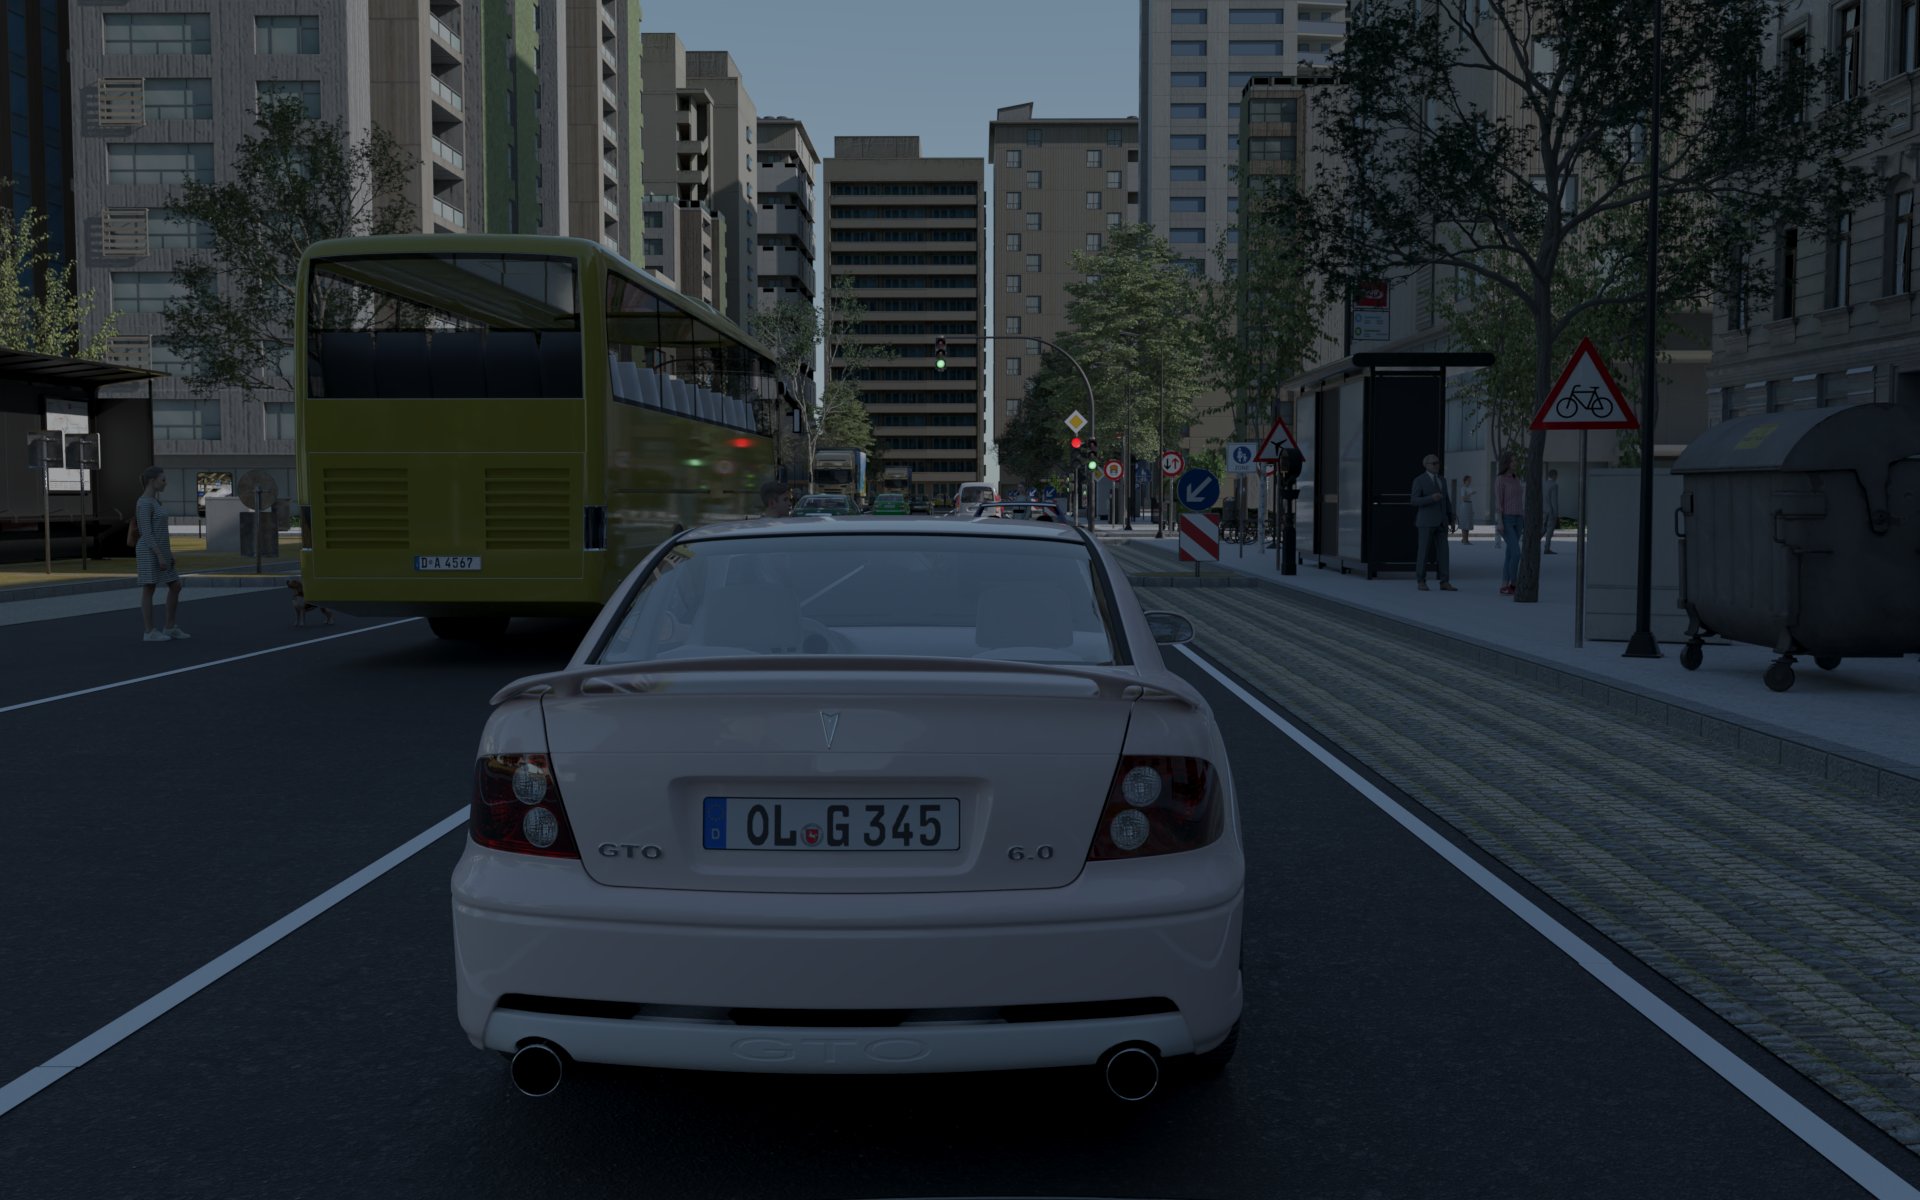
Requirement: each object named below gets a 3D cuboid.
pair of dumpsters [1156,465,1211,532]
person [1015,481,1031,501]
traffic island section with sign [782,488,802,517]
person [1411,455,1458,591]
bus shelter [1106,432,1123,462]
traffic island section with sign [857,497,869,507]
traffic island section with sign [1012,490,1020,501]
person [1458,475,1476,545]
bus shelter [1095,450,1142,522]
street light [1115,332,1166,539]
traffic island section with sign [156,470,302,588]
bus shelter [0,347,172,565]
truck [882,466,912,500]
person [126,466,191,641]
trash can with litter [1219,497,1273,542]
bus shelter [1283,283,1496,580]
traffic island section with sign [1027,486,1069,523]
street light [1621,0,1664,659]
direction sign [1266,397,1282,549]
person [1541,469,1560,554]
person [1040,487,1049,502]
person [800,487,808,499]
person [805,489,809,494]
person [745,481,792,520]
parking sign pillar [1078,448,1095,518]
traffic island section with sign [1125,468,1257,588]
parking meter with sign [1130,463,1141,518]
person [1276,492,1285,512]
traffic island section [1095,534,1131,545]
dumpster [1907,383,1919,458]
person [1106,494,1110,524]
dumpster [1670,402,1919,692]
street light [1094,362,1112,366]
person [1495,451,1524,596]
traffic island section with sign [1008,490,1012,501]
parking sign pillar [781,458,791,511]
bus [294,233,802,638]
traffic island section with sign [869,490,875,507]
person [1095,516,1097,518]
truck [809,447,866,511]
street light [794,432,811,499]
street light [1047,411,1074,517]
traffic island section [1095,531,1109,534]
[{"bbox_3d":[7.717,-3.475,59.304,1.574,2.255,4.437,0,4,1],"label":"pair of dumpsters"},{"bbox_3d":[1.327,-1.671,36.819,0.512,1.701,0.522,3,4,36],"label":"person"},{"bbox_3d":[-10.339,-6.188,109.801,1.989,1.847,2.006,0,4,1],"label":"traffic island section with sign"},{"bbox_3d":[6.313,-1.023,22.949,0.661,1.801,0.590,-1,4,-23],"label":"person"},{"bbox_3d":[9.023,-7.762,104.539,2.179,5.291,8.768,0,4,1],"label":"bus shelter"},{"bbox_3d":[-9.766,-9.321,161.030,1.989,1.847,2.006,0,4,1],"label":"traffic island section with sign"},{"bbox_3d":[4.473,-6.181,109.685,1.989,1.847,2.006,0,4,1],"label":"traffic island section with sign"},{"bbox_3d":[12.894,-2.275,43.802,0.524,1.755,0.480,3,5,43],"label":"person"},{"bbox_3d":[7.353,-5.397,82.165,2.014,3.302,5.546,0,4,1],"label":"bus shelter"},{"bbox_3d":[5.253,-4.733,49.922,1.470,5.913,1.316,0,4,1],"label":"street light"},{"bbox_3d":[-11.269,-1.143,27.313,1.989,1.847,2.006,0,4,1],"label":"traffic island section with sign"},{"bbox_3d":[-16.182,-2.408,30.648,1.731,3.624,6.357,0,4,1],"label":"bus shelter"},{"bbox_3d":[-6.235,-11.332,174.183,2.839,4.237,11.283,0,4,0],"label":"truck"},{"bbox_3d":[-7.854,-0.452,16.898,0.522,1.701,0.512,-1,4,-12],"label":"person"},{"bbox_3d":[7.553,-2.214,47.259,1.678,1.210,2.233,-2,4,-34],"label":"trash can with litter"},{"bbox_3d":[6.924,-3.197,29.906,2.179,5.291,8.768,0,4,1],"label":"bus shelter"},{"bbox_3d":[4.174,-4.527,82.647,1.989,1.847,2.006,0,4,1],"label":"traffic island section with sign"},{"bbox_3d":[4.852,-2.506,13.511,1.470,5.913,1.316,0,4,1],"label":"street light"},{"bbox_3d":[7.378,-2.972,40.586,0.379,3.537,0.876,1,4,23],"label":"direction sign"},{"bbox_3d":[12.583,-1.883,36.946,0.853,1.813,0.709,-1,4,-20],"label":"person"},{"bbox_3d":[4.382,-4.909,89.113,0.623,1.781,0.721,3,4,37],"label":"person"},{"bbox_3d":[-8.238,-5.017,90.710,0.590,1.801,0.661,3,5,40],"label":"person"},{"bbox_3d":[-9.460,-6.007,107.200,0.782,1.767,0.515,-1,4,-19],"label":"person"},{"bbox_3d":[-1.239,0.000,11.093,0.503,1.515,0.523,2,4,24],"label":"person"},{"bbox_3d":[6.952,-6.504,94.820,1.447,3.967,1.447,2,4,34],"label":"parking sign pillar"},{"bbox_3d":[3.558,-1.143,27.309,1.989,1.847,2.006,0,4,1],"label":"traffic island section with sign"},{"bbox_3d":[9.669,-6.057,95.286,0.543,3.016,1.738,0,3,0],"label":"parking meter with sign"},{"bbox_3d":[15.857,-4.829,85.561,0.480,1.755,0.524,0,4,3],"label":"person"},{"bbox_3d":[3.806,-1.699,50.065,2.009,0.180,2.903,0,4,1],"label":"traffic island section"},{"bbox_3d":[8.036,-0.693,13.823,1.502,2.255,1.985,0,4,1],"label":"dumpster"},{"bbox_3d":[6.517,-3.966,75.160,0.425,1.301,0.394,3,4,37],"label":"person"},{"bbox_3d":[5.826,-0.373,11.853,1.264,1.857,1.865,0,4,1],"label":"dumpster"},{"bbox_3d":[5.421,-5.420,61.158,1.470,5.913,1.316,0,4,1],"label":"street light"},{"bbox_3d":[6.934,-0.965,21.826,0.388,1.821,0.555,3,5,42],"label":"person"},{"bbox_3d":[5.045,-9.246,159.798,1.989,1.847,2.006,0,4,1],"label":"traffic island section with sign"},{"bbox_3d":[-13.145,-8.530,127.936,1.447,3.967,1.447,-2,4,-25],"label":"parking sign pillar"},{"bbox_3d":[-3.985,-1.744,20.067,2.896,3.916,12.252,0,4,2],"label":"bus"},{"bbox_3d":[-9.462,-10.985,188.232,1.989,1.847,2.006,0,4,1],"label":"traffic island section with sign"},{"bbox_3d":[7.225,-5.292,92.843,0.678,1.792,0.850,-2,4,-28],"label":"person"},{"bbox_3d":[-7.329,-7.123,105.369,2.839,4.237,11.283,0,4,1],"label":"truck"},{"bbox_3d":[-11.854,-9.624,129.894,1.470,5.913,1.316,0,4,1],"label":"street light"},{"bbox_3d":[5.804,-7.607,96.913,1.470,5.913,1.316,0,4,1],"label":"street light"},{"bbox_3d":[3.895,-2.188,58.050,2.009,0.180,2.903,0,4,1],"label":"traffic island section"}]
